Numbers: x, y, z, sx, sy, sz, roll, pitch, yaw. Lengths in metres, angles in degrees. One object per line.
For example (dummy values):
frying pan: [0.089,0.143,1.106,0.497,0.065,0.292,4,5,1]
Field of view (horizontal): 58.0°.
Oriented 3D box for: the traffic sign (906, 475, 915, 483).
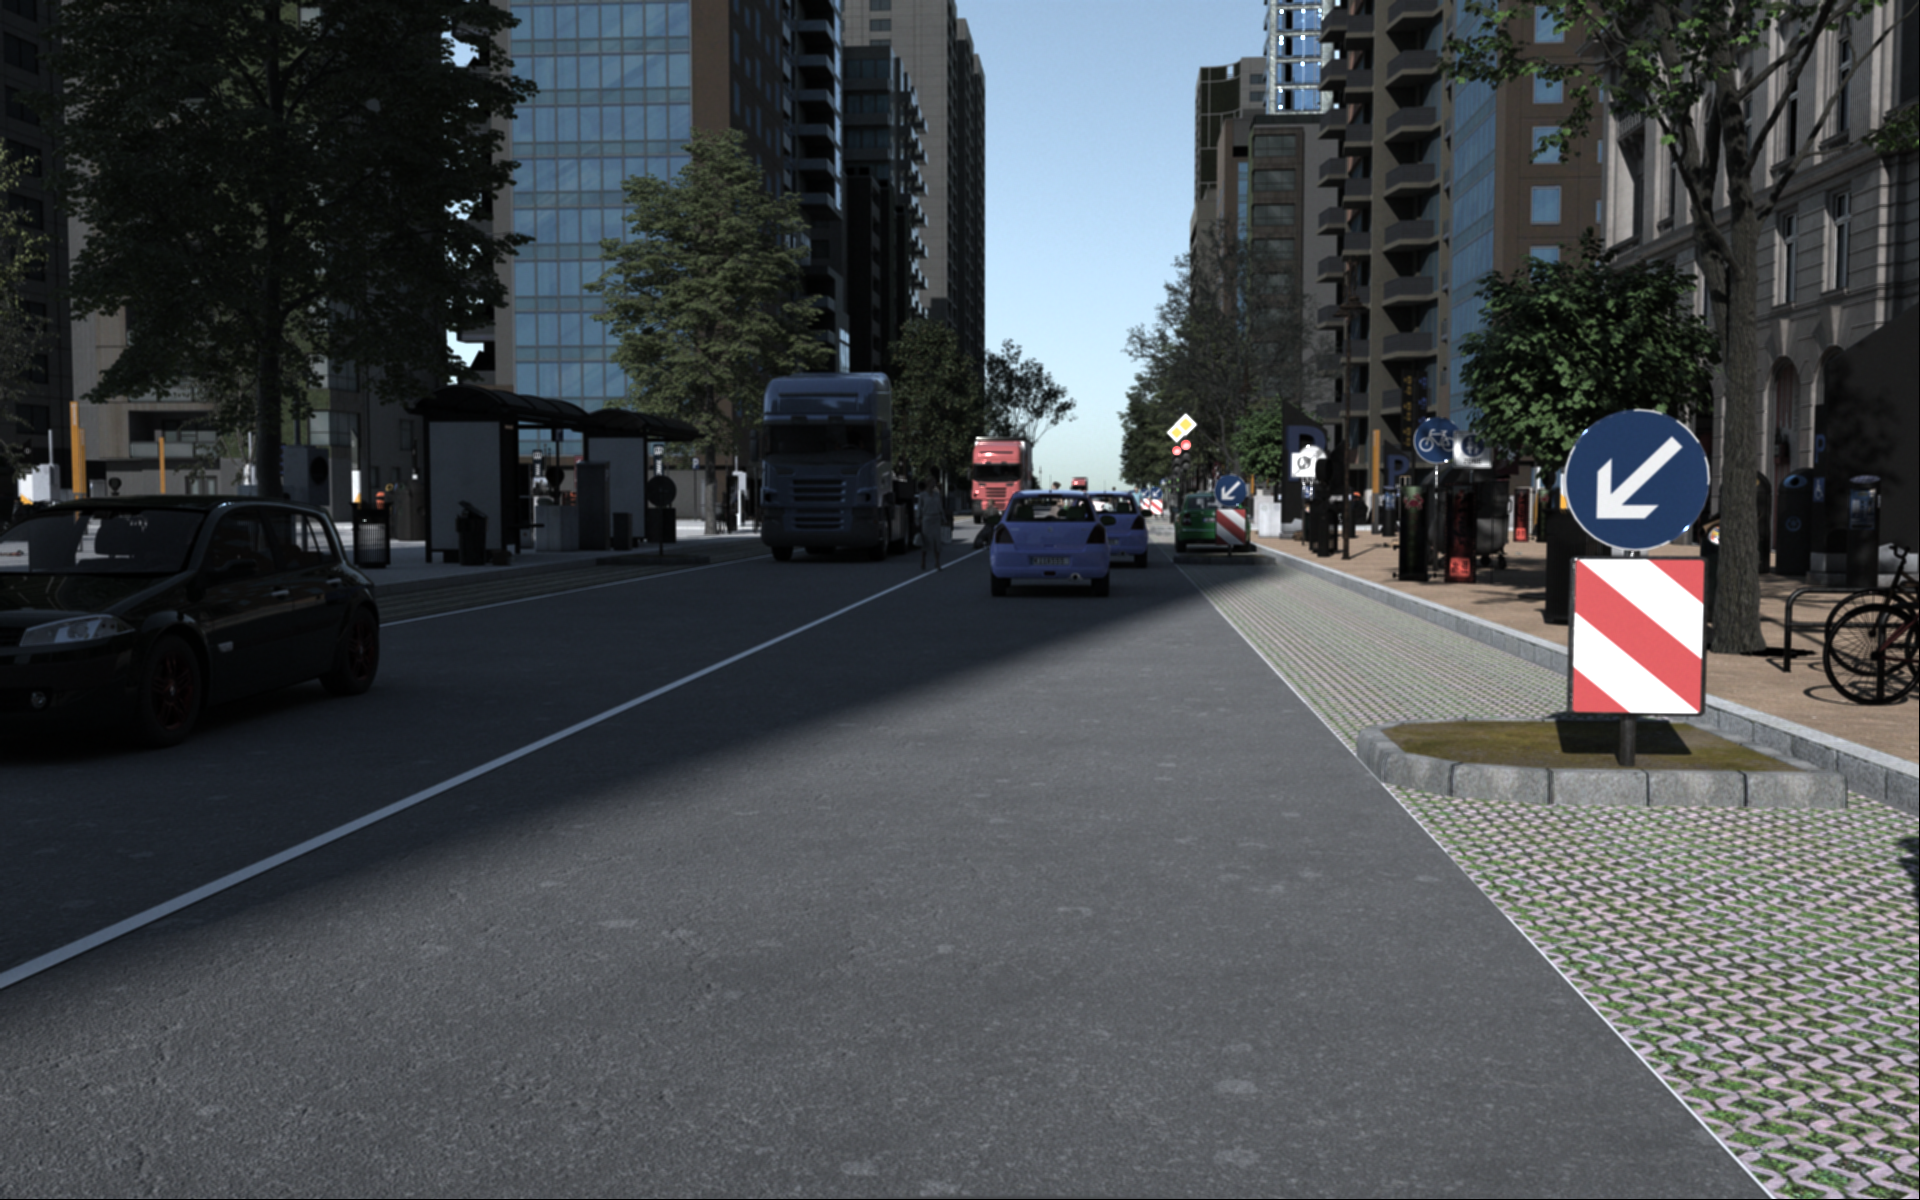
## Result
traffic sign: [-3.427,-7.095,116.105,0.768,2.556,0.104,1,4,14]

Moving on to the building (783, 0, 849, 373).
building: [-19.300,-49.491,121.845,22.319,86.520,31.000,0,4,5]

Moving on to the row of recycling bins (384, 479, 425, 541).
row of recycling bins: [-15.503,-2.546,48.735,1.069,1.692,3.534,-2,4,-25]

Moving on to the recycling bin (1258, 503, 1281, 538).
recycling bin: [9.192,-2.348,50.949,0.722,1.027,0.722,1,4,19]

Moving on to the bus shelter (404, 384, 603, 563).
bus shelter: [-8.998,-2.489,34.614,2.014,3.302,5.546,0,4,5]

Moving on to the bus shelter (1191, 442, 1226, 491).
bus shelter: [16.232,-8.357,114.268,2.179,5.291,8.768,0,4,5]

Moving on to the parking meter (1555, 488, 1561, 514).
parking meter: [24.444,-3.800,70.535,0.372,1.533,0.369,0,3,0]

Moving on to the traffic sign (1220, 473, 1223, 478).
traffic sign: [14.146,-5.826,95.361,0.768,2.556,0.104,1,4,9]

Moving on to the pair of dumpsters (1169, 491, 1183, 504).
pair of dumpsters: [17.870,-8.486,141.234,1.574,2.255,4.437,0,4,5]

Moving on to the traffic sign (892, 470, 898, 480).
traffic sign: [-3.644,-5.713,93.409,0.884,2.594,0.081,1,4,10]

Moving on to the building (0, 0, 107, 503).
building: [-59.064,-39.806,89.082,20.611,71.187,20.563,0,4,5]

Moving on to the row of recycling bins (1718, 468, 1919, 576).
row of recycling bins: [13.552,-1.216,26.993,1.069,1.692,3.534,-3,4,-38]

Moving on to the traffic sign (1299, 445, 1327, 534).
traffic sign: [9.186,-2.763,45.275,0.768,2.556,0.104,1,4,11]

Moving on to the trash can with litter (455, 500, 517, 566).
trash can with litter: [-8.530,-1.210,31.174,1.055,1.170,0.624,0,4,-2]

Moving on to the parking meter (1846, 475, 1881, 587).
parking meter: [11.790,-0.868,22.606,0.372,1.533,0.369,0,3,0]

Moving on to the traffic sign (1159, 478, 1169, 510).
traffic sign: [16.382,-8.497,139.034,0.768,2.556,0.104,1,4,12]

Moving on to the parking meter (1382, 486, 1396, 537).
parking meter: [12.934,-2.680,52.228,0.372,1.533,0.369,0,3,0]

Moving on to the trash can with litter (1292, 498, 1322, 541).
trash can with litter: [9.396,-2.184,47.103,0.624,1.170,1.055,-2,4,-24]

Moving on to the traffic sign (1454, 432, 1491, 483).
traffic sign: [8.241,-1.577,27.909,0.606,2.300,0.079,0,4,6]

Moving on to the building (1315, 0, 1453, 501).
building: [33.174,-27.437,103.224,22.147,44.769,28.867,0,4,5]

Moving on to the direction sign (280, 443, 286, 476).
direction sign: [-30.187,-5.172,76.556,0.876,3.537,0.379,-3,5,-43]

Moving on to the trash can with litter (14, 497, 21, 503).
trash can with litter: [-41.863,-3.992,76.654,1.055,1.170,0.624,1,4,21]

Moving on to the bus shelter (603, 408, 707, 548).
bus shelter: [-8.003,-3.043,43.685,2.014,3.302,5.546,0,4,5]

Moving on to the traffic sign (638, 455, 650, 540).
traffic sign: [-8.993,-2.943,48.219,0.768,2.556,0.104,0,4,7]

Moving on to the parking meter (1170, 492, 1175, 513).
parking meter: [14.625,-6.777,119.222,0.372,1.533,0.369,0,3,0]

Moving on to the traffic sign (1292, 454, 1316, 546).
traffic sign: [8.551,-2.506,43.096,0.606,2.300,0.079,1,4,14]

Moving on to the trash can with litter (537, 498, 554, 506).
trash can with litter: [-11.606,-2.312,49.191,0.624,1.170,1.055,-2,4,-35]

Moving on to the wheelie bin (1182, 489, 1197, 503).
wheelie bin: [18.069,-7.949,137.879,0.693,1.594,0.980,-2,4,-28]

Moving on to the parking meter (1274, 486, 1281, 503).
parking meter: [9.749,-2.713,52.763,0.372,1.533,0.369,0,3,0]

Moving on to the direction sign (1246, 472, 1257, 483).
direction sign: [21.216,-8.208,126.204,0.876,3.537,0.379,2,4,25]

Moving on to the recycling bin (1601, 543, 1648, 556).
recycling bin: [13.626,-1.408,35.571,0.722,1.027,0.722,-2,4,-25]

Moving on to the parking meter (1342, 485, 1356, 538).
parking meter: [11.290,-2.560,50.261,0.372,1.533,0.369,0,3,0]

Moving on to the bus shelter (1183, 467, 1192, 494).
bus shelter: [16.351,-8.000,122.082,1.731,3.624,6.357,0,4,5]

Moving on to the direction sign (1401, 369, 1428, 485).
direction sign: [8.304,-2.430,31.729,0.379,3.537,0.876,3,5,44]

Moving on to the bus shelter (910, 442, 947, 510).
bus shelter: [-2.135,-8.827,121.952,2.179,5.291,8.768,0,4,5]

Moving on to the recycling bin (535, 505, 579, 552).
recycling bin: [-8.985,-1.594,38.622,0.722,1.027,0.722,1,4,19]

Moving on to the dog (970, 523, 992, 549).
dog: [0.506,-1.730,45.128,0.800,0.831,0.513,1,4,19]

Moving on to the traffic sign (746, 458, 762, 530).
traffic sign: [-7.138,-3.700,60.606,0.768,2.556,0.104,1,4,11]

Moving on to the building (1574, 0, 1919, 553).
building: [23.563,-12.032,38.516,13.314,21.916,24.055,0,4,5]

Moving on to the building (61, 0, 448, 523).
building: [-34.182,-24.459,83.493,14.086,41.232,14.154,0,4,5]

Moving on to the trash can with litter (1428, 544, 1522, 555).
trash can with litter: [10.840,-1.589,37.043,2.233,1.210,1.678,1,4,23]

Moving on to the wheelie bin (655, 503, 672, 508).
wheelie bin: [-14.022,-4.518,81.777,0.980,1.594,0.693,1,4,17]

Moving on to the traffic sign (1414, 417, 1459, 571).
traffic sign: [7.903,-1.750,28.725,0.768,2.556,0.104,1,4,11]

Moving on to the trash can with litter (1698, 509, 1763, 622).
trash can with litter: [7.585,-0.371,17.450,0.624,1.170,1.055,0,4,-7]

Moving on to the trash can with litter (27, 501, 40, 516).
trash can with litter: [-19.864,-1.522,35.949,2.233,1.210,1.678,-3,5,-40]

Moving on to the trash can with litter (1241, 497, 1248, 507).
trash can with litter: [14.853,-4.910,91.672,0.624,1.170,1.055,-1,4,-9]

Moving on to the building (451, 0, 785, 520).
building: [-17.549,-27.045,92.298,14.600,45.320,14.200,0,4,5]

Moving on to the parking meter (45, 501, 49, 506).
parking meter: [-42.478,-4.589,80.749,0.399,1.863,0.255,3,4,36]

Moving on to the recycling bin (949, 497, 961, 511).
recycling bin: [-0.372,-7.073,128.204,0.722,1.027,0.722,3,4,38]

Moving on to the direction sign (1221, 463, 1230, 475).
direction sign: [19.068,-8.099,124.417,0.379,3.537,0.876,-3,5,-40]
